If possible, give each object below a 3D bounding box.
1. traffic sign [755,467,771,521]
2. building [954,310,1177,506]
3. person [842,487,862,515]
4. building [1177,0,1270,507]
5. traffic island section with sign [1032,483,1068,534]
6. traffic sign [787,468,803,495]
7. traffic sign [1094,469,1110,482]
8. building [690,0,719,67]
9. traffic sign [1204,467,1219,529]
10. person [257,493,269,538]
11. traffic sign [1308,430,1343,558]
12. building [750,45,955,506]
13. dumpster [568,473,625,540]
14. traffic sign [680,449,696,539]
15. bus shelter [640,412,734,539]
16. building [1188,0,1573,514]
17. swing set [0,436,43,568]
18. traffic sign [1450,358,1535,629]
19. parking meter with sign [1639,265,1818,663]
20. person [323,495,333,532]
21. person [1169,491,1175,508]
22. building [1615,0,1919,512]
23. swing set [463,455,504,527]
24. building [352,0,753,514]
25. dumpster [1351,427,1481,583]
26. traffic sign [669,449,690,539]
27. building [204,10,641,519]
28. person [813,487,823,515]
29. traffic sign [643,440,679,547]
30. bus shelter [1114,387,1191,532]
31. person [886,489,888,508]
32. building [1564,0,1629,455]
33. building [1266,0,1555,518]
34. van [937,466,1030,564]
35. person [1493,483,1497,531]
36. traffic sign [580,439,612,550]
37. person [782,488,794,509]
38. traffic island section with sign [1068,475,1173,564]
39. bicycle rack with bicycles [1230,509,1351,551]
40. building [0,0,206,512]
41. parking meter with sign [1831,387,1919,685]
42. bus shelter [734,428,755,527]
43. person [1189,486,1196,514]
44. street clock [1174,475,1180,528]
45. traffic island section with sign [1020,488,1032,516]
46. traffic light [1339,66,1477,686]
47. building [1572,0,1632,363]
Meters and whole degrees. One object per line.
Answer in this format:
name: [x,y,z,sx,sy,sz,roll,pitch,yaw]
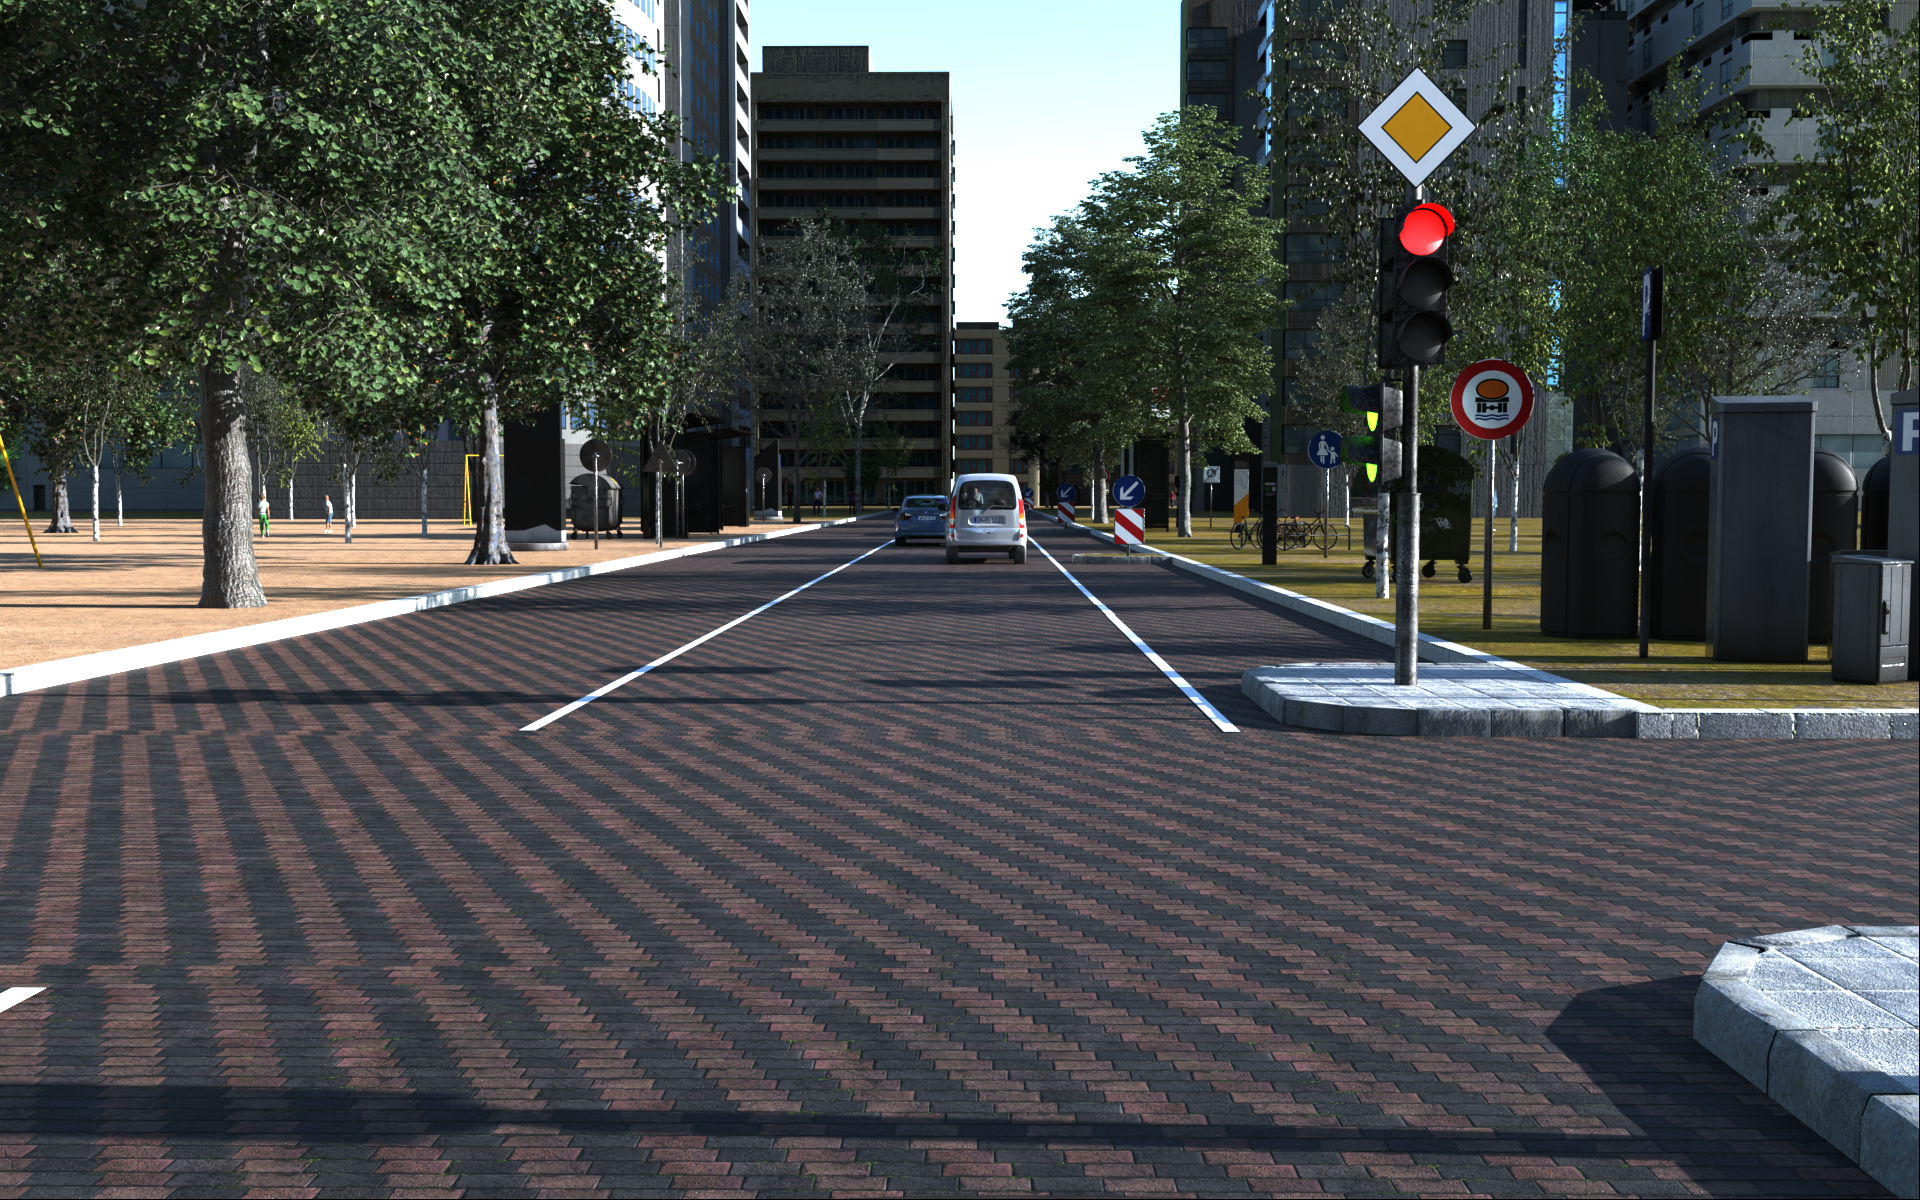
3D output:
traffic sign: [-9.297,-5.002,81.887,0.768,2.556,0.104,0,4,5]
building: [14.021,-21.429,195.399,28.899,21.520,27.650,0,4,1]
person: [-6.676,-6.142,107.155,1.217,1.739,0.721,0,4,-3]
building: [24.945,-28.126,143.451,14.154,41.232,14.086,0,4,1]
traffic island section with sign: [3.729,-3.339,63.222,1.989,1.847,2.006,0,4,1]
traffic sign: [-7.928,-5.085,83.243,0.768,2.556,0.104,1,4,9]
traffic sign: [6.938,-5.174,84.697,0.768,2.556,0.104,0,4,4]
building: [-24.901,-28.889,122.453,14.600,45.320,14.200,0,4,1]
traffic sign: [9.319,-3.801,64.278,0.606,2.300,0.079,0,4,3]
person: [-20.396,-2.474,50.735,0.306,1.304,0.590,-2,4,-33]
traffic sign: [7.341,-2.115,34.681,0.768,2.556,0.104,0,4,7]
building: [-11.435,-34.732,191.571,21.600,48.544,21.300,0,4,1]
dumpster: [-10.356,-2.666,49.340,1.264,1.857,1.865,0,4,1]
traffic sign: [-7.875,-3.000,49.164,0.768,2.556,0.104,0,4,5]
bus shelter: [-8.281,-3.750,52.596,1.731,3.624,6.357,0,4,1]
building: [29.042,-49.348,119.510,22.319,86.520,31.000,0,4,1]
swing set: [-17.642,-1.908,28.811,3.119,2.851,2.862,0,4,5]
traffic sign: [5.010,-0.995,16.382,0.768,2.556,0.104,1,4,9]
parking meter with sign: [6.154,-1.040,13.268,1.738,3.016,0.543,1,4,14]
person: [-21.129,-2.884,57.888,0.352,1.250,0.332,1,4,19]
person: [20.367,-9.645,166.909,0.721,1.743,1.217,-2,4,-32]
building: [66.554,-33.410,135.494,27.495,52.752,28.713,0,4,1]
swing set: [-18.216,-4.397,69.513,3.119,2.851,2.862,-1,4,-21]
building: [-31.444,-36.548,139.557,28.212,58.520,21.231,0,4,1]
dumpster: [6.733,-1.415,25.632,1.502,2.255,1.985,0,4,1]
traffic sign: [-8.007,-2.989,48.976,0.768,2.556,0.104,0,4,4]
building: [-28.441,-34.150,100.353,21.231,58.520,28.212,0,4,1]
person: [-8.973,-6.225,108.754,0.756,1.711,0.436,3,5,40]
traffic sign: [-7.193,-2.544,41.596,0.884,2.594,0.081,0,4,6]
bus shelter: [6.781,-5.197,62.599,2.179,5.291,8.768,0,4,1]
person: [-6.852,-9.529,162.672,0.721,1.723,1.217,-1,4,-10]
building: [45.874,-28.173,144.229,14.086,41.232,14.154,0,4,1]
building: [24.442,-19.983,98.419,14.160,30.474,14.107,0,4,1]
van: [0.520,-1.833,36.984,2.013,2.044,4.112,0,4,-1]
person: [18.474,-3.302,60.288,0.793,1.790,0.793,0,4,-7]
traffic sign: [-8.408,-2.438,39.967,0.768,2.556,0.104,0,4,6]
person: [-14.728,-8.795,149.784,1.348,1.831,0.705,1,4,9]
traffic island section with sign: [3.366,-1.691,36.270,1.989,1.847,2.006,0,4,1]
bicycle rack with bicycles: [7.557,-1.637,40.143,2.925,0.926,2.852,-1,4,-22]
building: [-59.325,-33.554,137.853,27.495,52.752,28.713,0,4,1]
parking meter with sign: [6.820,-0.965,12.038,1.738,3.016,0.543,-2,4,-29]
bus shelter: [-8.827,-4.452,64.078,1.731,3.624,6.357,0,4,1]
person: [15.227,-6.607,114.149,0.705,1.814,1.350,2,4,26]
street clock: [8.416,-3.785,66.454,0.358,2.002,0.471,-1,4,-16]
traffic island section with sign: [4.409,-6.464,114.306,1.989,1.847,2.006,0,4,1]
traffic light: [2.987,-1.385,11.560,0.839,4.253,0.868,0,4,1]
building: [69.010,-45.912,188.911,20.611,71.187,20.563,0,4,1]
